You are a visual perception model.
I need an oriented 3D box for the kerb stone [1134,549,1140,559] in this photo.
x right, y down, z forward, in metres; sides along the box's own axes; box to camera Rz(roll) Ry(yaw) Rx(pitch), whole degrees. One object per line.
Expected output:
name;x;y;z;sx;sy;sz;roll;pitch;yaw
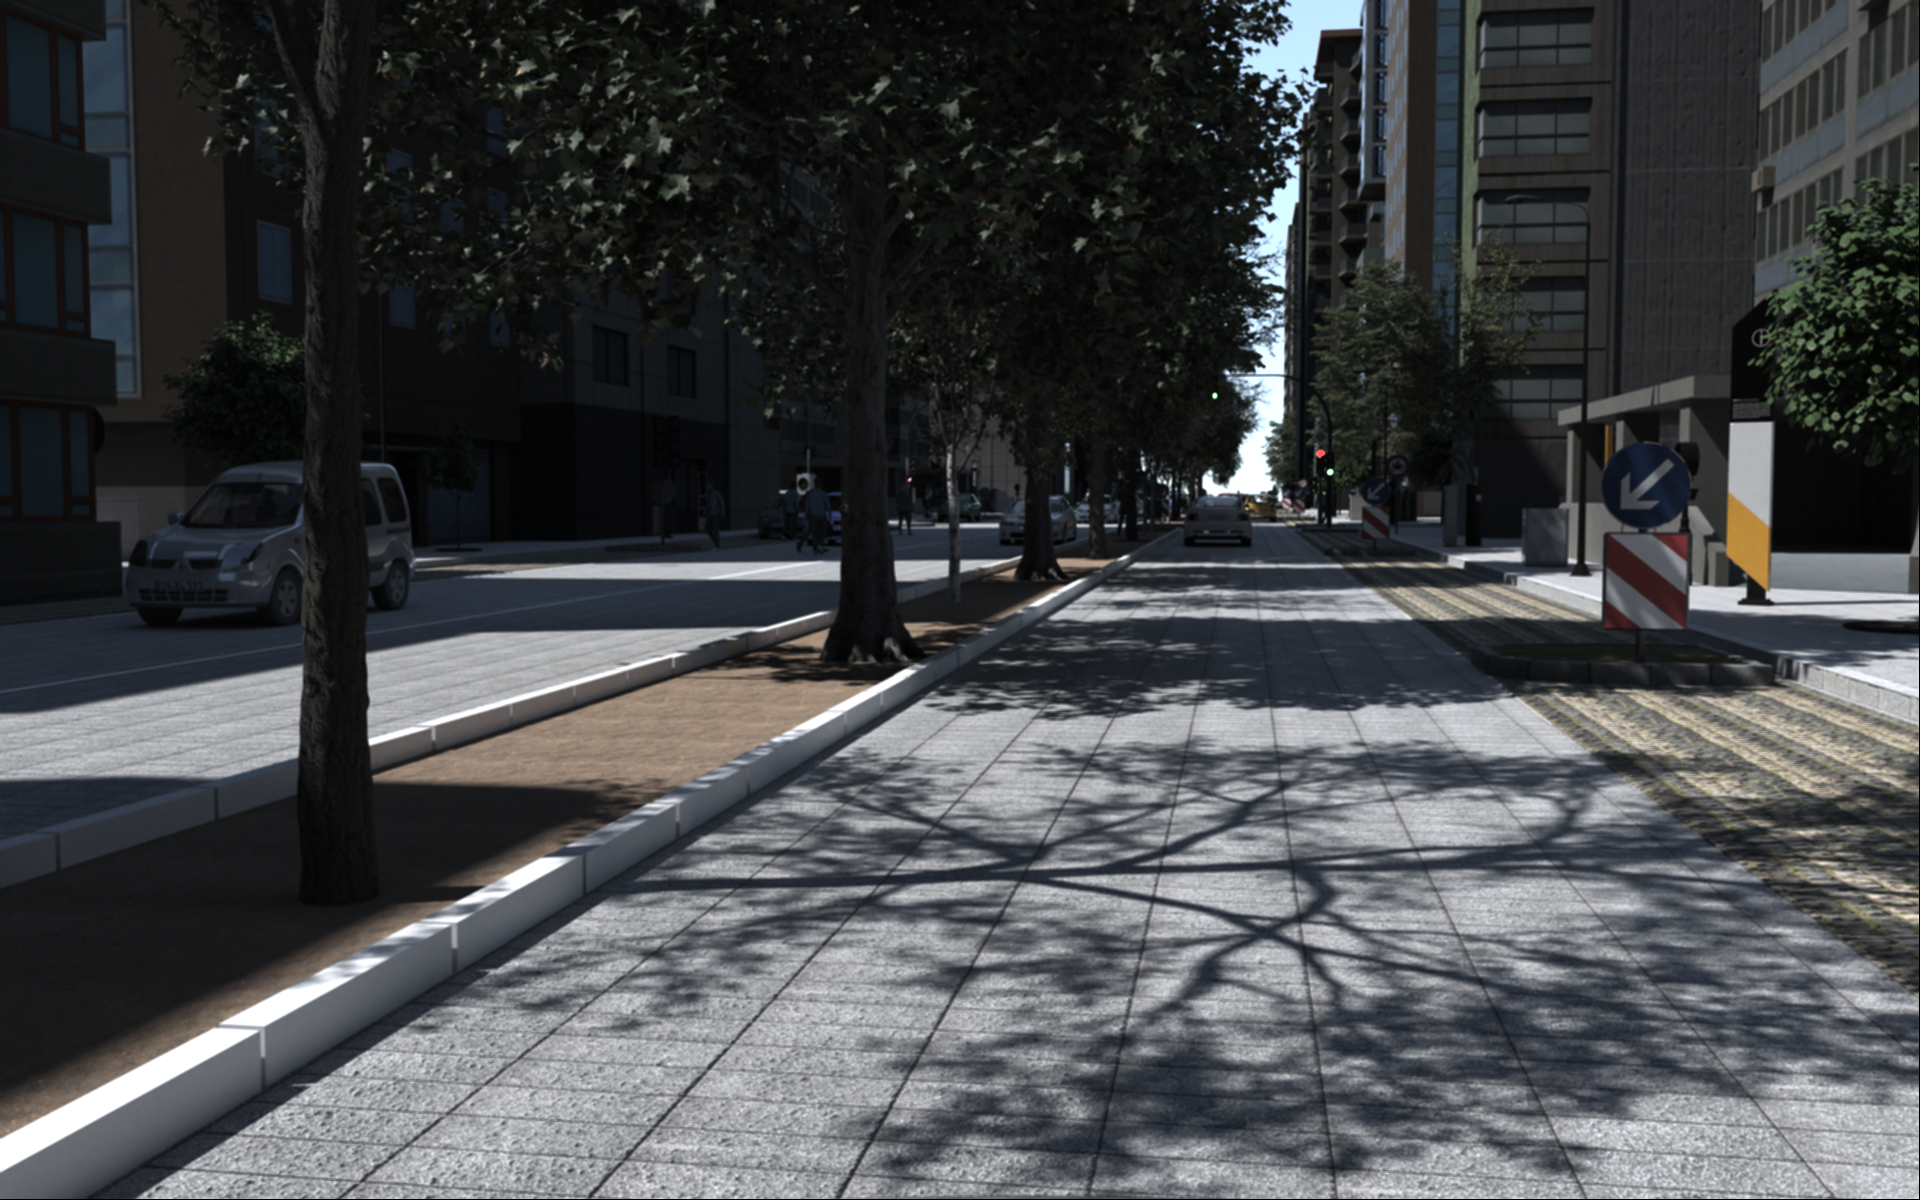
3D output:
kerb stone;3.819;-0.964;38.081;0.120;0.150;1.000;1;4;9

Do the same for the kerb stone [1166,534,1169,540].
kerb stone;6.140;-1.835;52.260;0.120;0.150;1.000;1;4;9

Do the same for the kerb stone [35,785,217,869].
kerb stone;-3.391;0.926;7.070;0.120;0.150;1.000;1;4;9

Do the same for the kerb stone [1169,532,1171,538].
kerb stone;6.458;-1.961;54.295;0.120;0.150;1.000;1;4;9

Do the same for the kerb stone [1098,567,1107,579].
kerb stone;2.322;-0.414;28.969;0.120;0.150;1.000;1;4;9

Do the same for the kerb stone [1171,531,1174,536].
kerb stone;6.801;-2.087;56.326;0.120;0.150;1.000;1;4;9

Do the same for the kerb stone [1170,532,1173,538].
kerb stone;6.633;-2.025;55.310;0.120;0.150;1.000;1;4;9

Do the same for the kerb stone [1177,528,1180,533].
kerb stone;7.625;-2.392;61.375;0.120;0.150;1.000;1;4;9

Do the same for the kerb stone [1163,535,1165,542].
kerb stone;5.802;-1.715;50.232;0.120;0.150;1.000;1;4;9

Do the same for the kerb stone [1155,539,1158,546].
kerb stone;5.139;-1.460;46.189;0.120;0.150;1.000;1;4;9

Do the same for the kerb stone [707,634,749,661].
kerb stone;-2.068;0.431;15.155;0.120;0.150;1.000;1;4;9

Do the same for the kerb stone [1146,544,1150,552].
kerb stone;4.472;-1.219;42.133;0.120;0.150;1.000;1;4;9

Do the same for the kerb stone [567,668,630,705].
kerb stone;-2.562;0.617;12.123;0.120;0.150;1.000;1;4;9

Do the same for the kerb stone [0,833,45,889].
kerb stone;-3.552;0.988;6.054;0.120;0.150;1.000;1;4;9

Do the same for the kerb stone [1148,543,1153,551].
kerb stone;4.646;-1.278;43.141;0.120;0.150;1.000;1;4;9

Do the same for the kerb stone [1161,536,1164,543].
kerb stone;5.645;-1.653;49.221;0.120;0.150;1.000;1;4;9

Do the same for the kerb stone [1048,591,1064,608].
kerb stone;1.166;0.019;21.891;0.120;0.150;1.000;1;4;9

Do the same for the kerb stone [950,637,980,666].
kerb stone;0.011;0.453;14.800;0.120;0.150;1.000;1;4;9

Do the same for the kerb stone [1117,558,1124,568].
kerb stone;2.991;-0.660;33.024;0.120;0.150;1.000;1;4;9

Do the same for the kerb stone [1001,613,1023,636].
kerb stone;0.501;0.267;17.836;0.120;0.150;1.000;1;4;9

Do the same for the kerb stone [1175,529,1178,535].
kerb stone;7.295;-2.266;59.356;0.120;0.150;1.000;1;4;9

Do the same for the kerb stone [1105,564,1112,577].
kerb stone;2.493;-0.475;29.980;0.120;0.150;1.000;1;4;9

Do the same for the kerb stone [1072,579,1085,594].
kerb stone;1.658;-0.167;24.929;0.120;0.150;1.000;1;4;9

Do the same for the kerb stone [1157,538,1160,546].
kerb stone;5.306;-1.528;47.204;0.120;0.150;1.000;1;4;9

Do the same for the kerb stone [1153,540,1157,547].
kerb stone;4.975;-1.405;45.172;0.120;0.150;1.000;1;4;9

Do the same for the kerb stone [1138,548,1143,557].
kerb stone;3.980;-1.034;39.097;0.120;0.150;1.000;1;4;9

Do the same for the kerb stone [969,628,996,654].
kerb stone;0.175;0.391;15.809;0.120;0.150;1.000;1;4;9

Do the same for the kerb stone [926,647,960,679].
kerb stone;-0.160;0.514;13.787;0.120;0.150;1.000;1;4;9

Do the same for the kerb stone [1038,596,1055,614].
kerb stone;1.000;0.083;20.877;0.120;0.150;1.000;1;4;9

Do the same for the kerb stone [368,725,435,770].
kerb stone;-3.060;0.811;9.098;0.120;0.150;1.000;1;4;9

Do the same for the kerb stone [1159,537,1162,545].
kerb stone;5.470;-1.590;48.213;0.120;0.150;1.000;1;4;9

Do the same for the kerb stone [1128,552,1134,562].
kerb stone;3.478;-0.848;36.054;0.120;0.150;1.000;1;4;9

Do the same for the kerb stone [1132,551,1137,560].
kerb stone;3.645;-0.910;37.073;0.120;0.150;1.000;1;4;9

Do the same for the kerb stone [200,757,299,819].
kerb stone;-3.224;0.864;8.079;0.120;0.150;1.000;1;4;9

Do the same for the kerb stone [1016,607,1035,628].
kerb stone;0.670;0.209;18.845;0.120;0.150;1.000;1;4;9

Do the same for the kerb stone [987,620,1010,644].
kerb stone;0.338;0.332;16.818;0.120;0.150;1.000;1;4;9

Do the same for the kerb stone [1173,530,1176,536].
kerb stone;6.971;-2.149;57.334;0.120;0.150;1.000;1;4;9

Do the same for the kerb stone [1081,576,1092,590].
kerb stone;1.831;-0.229;25.939;0.120;0.150;1.000;1;4;9

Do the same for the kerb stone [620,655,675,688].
kerb stone;-2.401;0.554;13.133;0.120;0.150;1.000;1;4;9

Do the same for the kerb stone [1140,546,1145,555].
kerb stone;4.146;-1.095;40.106;0.120;0.150;1.000;1;4;9

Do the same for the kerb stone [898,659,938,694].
kerb stone;-0.329;0.576;12.777;0.120;0.150;1.000;1;4;9

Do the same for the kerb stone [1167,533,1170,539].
kerb stone;6.300;-1.901;53.277;0.120;0.150;1.000;1;4;9

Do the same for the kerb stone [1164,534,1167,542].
kerb stone;5.973;-1.777;51.252;0.120;0.150;1.000;1;4;9

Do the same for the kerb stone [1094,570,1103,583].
kerb stone;2.161;-0.352;27.958;0.120;0.150;1.000;1;4;9

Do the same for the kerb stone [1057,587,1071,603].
kerb stone;1.329;-0.042;22.901;0.120;0.150;1.000;1;4;9

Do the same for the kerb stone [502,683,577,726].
kerb stone;-2.724;0.678;11.114;0.120;0.150;1.000;1;4;9

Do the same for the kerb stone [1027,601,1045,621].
kerb stone;0.833;0.145;19.854;0.120;0.150;1.000;1;4;9

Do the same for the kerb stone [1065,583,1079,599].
kerb stone;1.497;-0.104;23.909;0.120;0.150;1.000;1;4;9

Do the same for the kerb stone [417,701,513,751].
kerb stone;-2.887;0.740;10.104;0.120;0.150;1.000;1;4;9

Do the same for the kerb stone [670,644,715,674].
kerb stone;-2.227;0.498;14.144;0.120;0.150;1.000;1;4;9

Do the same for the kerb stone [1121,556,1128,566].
kerb stone;3.150;-0.724;34.034;0.120;0.150;1.000;1;4;9

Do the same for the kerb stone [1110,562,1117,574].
kerb stone;2.663;-0.532;30.989;0.120;0.150;1.000;1;4;9

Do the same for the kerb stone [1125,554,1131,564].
kerb stone;3.321;-0.784;35.042;0.120;0.150;1.000;1;4;9

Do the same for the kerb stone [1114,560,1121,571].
kerb stone;2.825;-0.600;31.998;0.120;0.150;1.000;1;4;9

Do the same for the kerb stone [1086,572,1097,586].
kerb stone;1.994;-0.291;26.948;0.120;0.150;1.000;1;4;9

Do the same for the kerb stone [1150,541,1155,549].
kerb stone;4.813;-1.343;44.149;0.120;0.150;1.000;1;4;9

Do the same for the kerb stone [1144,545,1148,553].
kerb stone;4.314;-1.157;41.118;0.120;0.150;1.000;1;4;9
